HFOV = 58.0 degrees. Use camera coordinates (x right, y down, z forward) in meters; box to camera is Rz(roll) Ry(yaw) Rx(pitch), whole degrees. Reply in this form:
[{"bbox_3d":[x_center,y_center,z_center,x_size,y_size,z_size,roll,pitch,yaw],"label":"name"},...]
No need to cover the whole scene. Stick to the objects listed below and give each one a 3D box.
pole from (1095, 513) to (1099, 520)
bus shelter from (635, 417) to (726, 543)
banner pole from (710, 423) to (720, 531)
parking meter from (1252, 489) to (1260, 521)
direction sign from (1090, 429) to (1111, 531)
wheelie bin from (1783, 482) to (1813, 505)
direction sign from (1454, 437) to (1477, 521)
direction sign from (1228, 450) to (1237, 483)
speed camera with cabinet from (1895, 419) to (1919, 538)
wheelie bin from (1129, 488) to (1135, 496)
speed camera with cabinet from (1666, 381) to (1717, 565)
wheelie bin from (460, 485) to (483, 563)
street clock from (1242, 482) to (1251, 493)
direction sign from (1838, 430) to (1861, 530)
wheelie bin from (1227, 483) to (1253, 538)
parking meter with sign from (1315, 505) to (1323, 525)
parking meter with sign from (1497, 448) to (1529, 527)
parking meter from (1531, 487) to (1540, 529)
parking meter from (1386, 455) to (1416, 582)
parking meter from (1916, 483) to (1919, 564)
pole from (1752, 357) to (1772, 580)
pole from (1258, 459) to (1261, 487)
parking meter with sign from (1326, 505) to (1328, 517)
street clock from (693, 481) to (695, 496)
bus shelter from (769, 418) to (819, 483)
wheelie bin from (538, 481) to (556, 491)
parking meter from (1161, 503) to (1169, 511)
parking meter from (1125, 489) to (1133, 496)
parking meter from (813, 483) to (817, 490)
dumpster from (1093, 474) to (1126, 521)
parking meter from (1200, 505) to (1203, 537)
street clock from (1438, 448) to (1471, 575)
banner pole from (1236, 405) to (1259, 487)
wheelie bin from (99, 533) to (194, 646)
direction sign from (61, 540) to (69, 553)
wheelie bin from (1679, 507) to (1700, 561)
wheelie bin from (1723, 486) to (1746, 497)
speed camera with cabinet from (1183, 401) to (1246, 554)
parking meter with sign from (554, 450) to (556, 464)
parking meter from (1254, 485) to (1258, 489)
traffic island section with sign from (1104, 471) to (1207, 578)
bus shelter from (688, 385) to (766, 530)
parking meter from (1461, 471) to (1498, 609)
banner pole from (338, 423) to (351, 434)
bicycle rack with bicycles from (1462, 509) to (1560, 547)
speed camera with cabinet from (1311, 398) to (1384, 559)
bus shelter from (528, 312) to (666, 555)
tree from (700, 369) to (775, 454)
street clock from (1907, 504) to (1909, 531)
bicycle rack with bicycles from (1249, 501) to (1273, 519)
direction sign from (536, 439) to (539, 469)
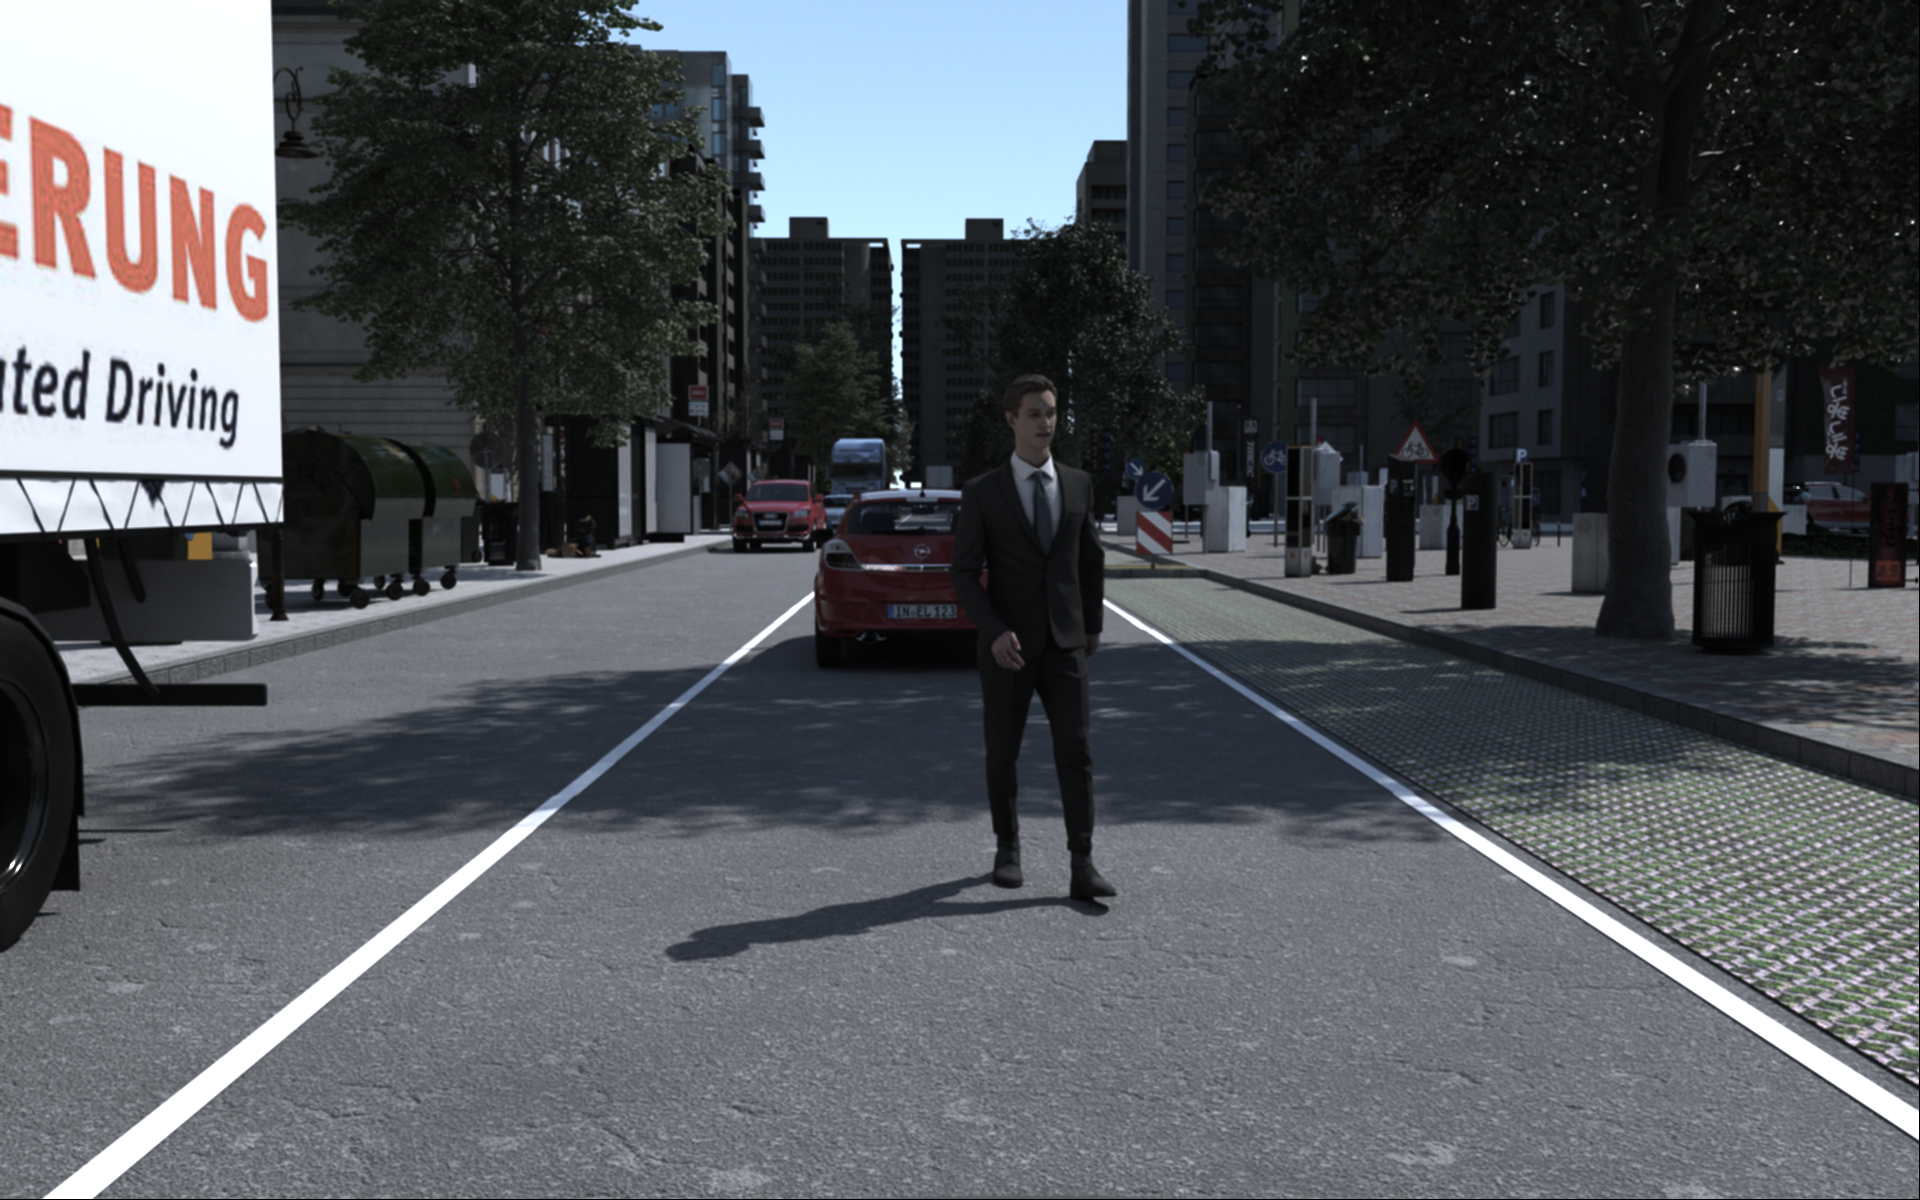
[{"bbox_3d":[6.731,-5.584,85.134,0.158,3.312,0.155,0,3,0],"label":"pole"},{"bbox_3d":[-7.879,-3.327,48.328,2.014,3.302,5.546,0,4,-1],"label":"bus shelter"},{"bbox_3d":[-8.541,-4.322,60.685,0.401,3.779,0.863,-1,4,-23],"label":"banner pole"},{"bbox_3d":[14.092,-4.533,82.532,0.372,1.533,0.369,0,3,0],"label":"parking meter"},{"bbox_3d":[4.879,-4.178,60.312,0.876,3.537,0.379,3,5,41],"label":"direction sign"},{"bbox_3d":[21.803,-2.293,45.393,0.980,1.594,0.693,2,4,26],"label":"wheelie bin"},{"bbox_3d":[19.943,-4.677,68.464,0.876,3.537,0.379,1,4,8],"label":"direction sign"},{"bbox_3d":[14.214,-6.003,90.149,0.876,3.537,0.379,-3,5,-43],"label":"direction sign"},{"bbox_3d":[21.928,-2.696,38.413,2.038,3.252,0.660,0,4,5],"label":"speed camera with cabinet"},{"bbox_3d":[9.264,-5.167,92.388,0.980,1.594,0.693,2,4,34],"label":"wheelie bin"},{"bbox_3d":[12.681,-2.241,30.971,0.660,3.252,2.038,-1,4,-8],"label":"speed camera with cabinet"},{"bbox_3d":[-9.321,-1.489,32.255,0.980,1.594,0.693,2,4,28],"label":"wheelie bin"},{"bbox_3d":[13.382,-4.666,80.857,0.358,2.002,0.471,-1,4,-18],"label":"street clock"},{"bbox_3d":[31.539,-4.262,61.684,0.876,3.537,0.379,1,4,13],"label":"direction sign"},{"bbox_3d":[8.134,-2.641,51.095,0.980,1.594,0.693,-1,4,-22],"label":"wheelie bin"},{"bbox_3d":[14.627,-4.678,72.738,0.543,3.016,1.738,-1,4,-11],"label":"parking meter with sign"},{"bbox_3d":[21.238,-4.319,66.873,0.543,3.016,1.738,-1,4,-11],"label":"parking meter with sign"},{"bbox_3d":[21.276,-3.406,64.100,0.372,1.533,0.369,0,3,0],"label":"parking meter"},{"bbox_3d":[6.487,-1.209,25.474,0.255,1.863,0.399,-1,4,-20],"label":"parking meter"},{"bbox_3d":[17.660,-1.415,31.553,0.372,1.533,0.369,0,3,0],"label":"parking meter"},{"bbox_3d":[11.940,-1.955,25.811,0.158,3.312,0.155,0,3,0],"label":"pole"},{"bbox_3d":[17.278,-6.489,99.944,0.158,3.312,0.155,0,3,0],"label":"pole"},{"bbox_3d":[19.053,-5.795,91.008,0.543,3.016,1.738,0,4,-4],"label":"parking meter with sign"},{"bbox_3d":[-14.711,-5.576,95.733,0.358,2.002,0.471,-1,4,-17],"label":"street clock"},{"bbox_3d":[-9.071,-7.161,94.714,2.179,5.291,8.768,0,4,-1],"label":"bus shelter"},{"bbox_3d":[-10.442,-2.170,43.385,0.693,1.594,0.980,0,4,1],"label":"wheelie bin"},{"bbox_3d":[10.647,-4.983,89.884,0.372,1.533,0.369,0,3,0],"label":"parking meter"},{"bbox_3d":[7.875,-4.423,80.725,0.372,1.533,0.369,0,3,0],"label":"parking meter"},{"bbox_3d":[-7.673,-5.206,90.834,0.255,1.863,0.399,1,4,19],"label":"parking meter"},{"bbox_3d":[7.155,-4.959,83.578,1.502,2.255,1.985,0,4,-1],"label":"dumpster"},{"bbox_3d":[7.341,-2.635,51.489,0.372,1.533,0.369,0,3,0],"label":"parking meter"},{"bbox_3d":[7.807,-1.395,27.384,0.471,2.002,0.358,0,4,3],"label":"street clock"},{"bbox_3d":[8.057,-3.602,48.906,0.863,3.779,0.401,3,4,37],"label":"banner pole"},{"bbox_3d":[-7.027,-0.425,14.863,0.980,1.594,0.693,-1,4,-14],"label":"wheelie bin"},{"bbox_3d":[-9.674,-1.630,18.655,0.876,3.537,0.379,-1,4,-11],"label":"direction sign"},{"bbox_3d":[14.001,-1.571,33.586,0.693,1.594,0.980,2,4,34],"label":"wheelie bin"},{"bbox_3d":[30.018,-3.620,67.097,0.693,1.594,0.980,-2,4,-33],"label":"wheelie bin"},{"bbox_3d":[5.555,-2.652,37.695,0.660,3.252,2.038,2,4,34],"label":"speed camera with cabinet"},{"bbox_3d":[-16.623,-4.420,68.520,0.543,3.016,1.738,-3,5,-42],"label":"parking meter with sign"},{"bbox_3d":[18.736,-6.330,109.210,0.399,1.863,0.255,2,4,27],"label":"parking meter"},{"bbox_3d":[3.189,-1.324,30.283,1.989,1.847,2.006,0,4,-1],"label":"traffic island section with sign"},{"bbox_3d":[-8.948,-5.436,66.514,2.179,5.291,8.768,0,4,-1],"label":"bus shelter"},{"bbox_3d":[5.817,-0.672,19.393,0.372,1.533,0.369,0,3,0],"label":"parking meter"},{"bbox_3d":[-21.628,-4.336,60.910,0.401,3.779,0.863,1,4,14],"label":"banner pole"},{"bbox_3d":[13.540,-1.802,42.844,2.852,0.926,2.925,0,4,-2],"label":"bicycle rack with bicycles"},{"bbox_3d":[7.774,-2.506,35.304,0.660,3.252,2.038,-2,4,-27],"label":"speed camera with cabinet"},{"bbox_3d":[-8.711,-3.870,40.914,2.179,5.291,8.768,0,4,-1],"label":"bus shelter"},{"bbox_3d":[-13.058,-9.241,101.456,4.360,8.622,3.978,0,3,0],"label":"tree"},{"bbox_3d":[33.161,-3.425,60.567,0.471,2.002,0.358,-1,4,-15],"label":"street clock"},{"bbox_3d":[14.672,-4.586,88.366,2.925,0.926,2.852,-1,4,-21],"label":"bicycle rack with bicycles"},{"bbox_3d":[-17.644,-4.905,72.197,0.379,3.537,0.876,-1,4,-22],"label":"direction sign"}]
